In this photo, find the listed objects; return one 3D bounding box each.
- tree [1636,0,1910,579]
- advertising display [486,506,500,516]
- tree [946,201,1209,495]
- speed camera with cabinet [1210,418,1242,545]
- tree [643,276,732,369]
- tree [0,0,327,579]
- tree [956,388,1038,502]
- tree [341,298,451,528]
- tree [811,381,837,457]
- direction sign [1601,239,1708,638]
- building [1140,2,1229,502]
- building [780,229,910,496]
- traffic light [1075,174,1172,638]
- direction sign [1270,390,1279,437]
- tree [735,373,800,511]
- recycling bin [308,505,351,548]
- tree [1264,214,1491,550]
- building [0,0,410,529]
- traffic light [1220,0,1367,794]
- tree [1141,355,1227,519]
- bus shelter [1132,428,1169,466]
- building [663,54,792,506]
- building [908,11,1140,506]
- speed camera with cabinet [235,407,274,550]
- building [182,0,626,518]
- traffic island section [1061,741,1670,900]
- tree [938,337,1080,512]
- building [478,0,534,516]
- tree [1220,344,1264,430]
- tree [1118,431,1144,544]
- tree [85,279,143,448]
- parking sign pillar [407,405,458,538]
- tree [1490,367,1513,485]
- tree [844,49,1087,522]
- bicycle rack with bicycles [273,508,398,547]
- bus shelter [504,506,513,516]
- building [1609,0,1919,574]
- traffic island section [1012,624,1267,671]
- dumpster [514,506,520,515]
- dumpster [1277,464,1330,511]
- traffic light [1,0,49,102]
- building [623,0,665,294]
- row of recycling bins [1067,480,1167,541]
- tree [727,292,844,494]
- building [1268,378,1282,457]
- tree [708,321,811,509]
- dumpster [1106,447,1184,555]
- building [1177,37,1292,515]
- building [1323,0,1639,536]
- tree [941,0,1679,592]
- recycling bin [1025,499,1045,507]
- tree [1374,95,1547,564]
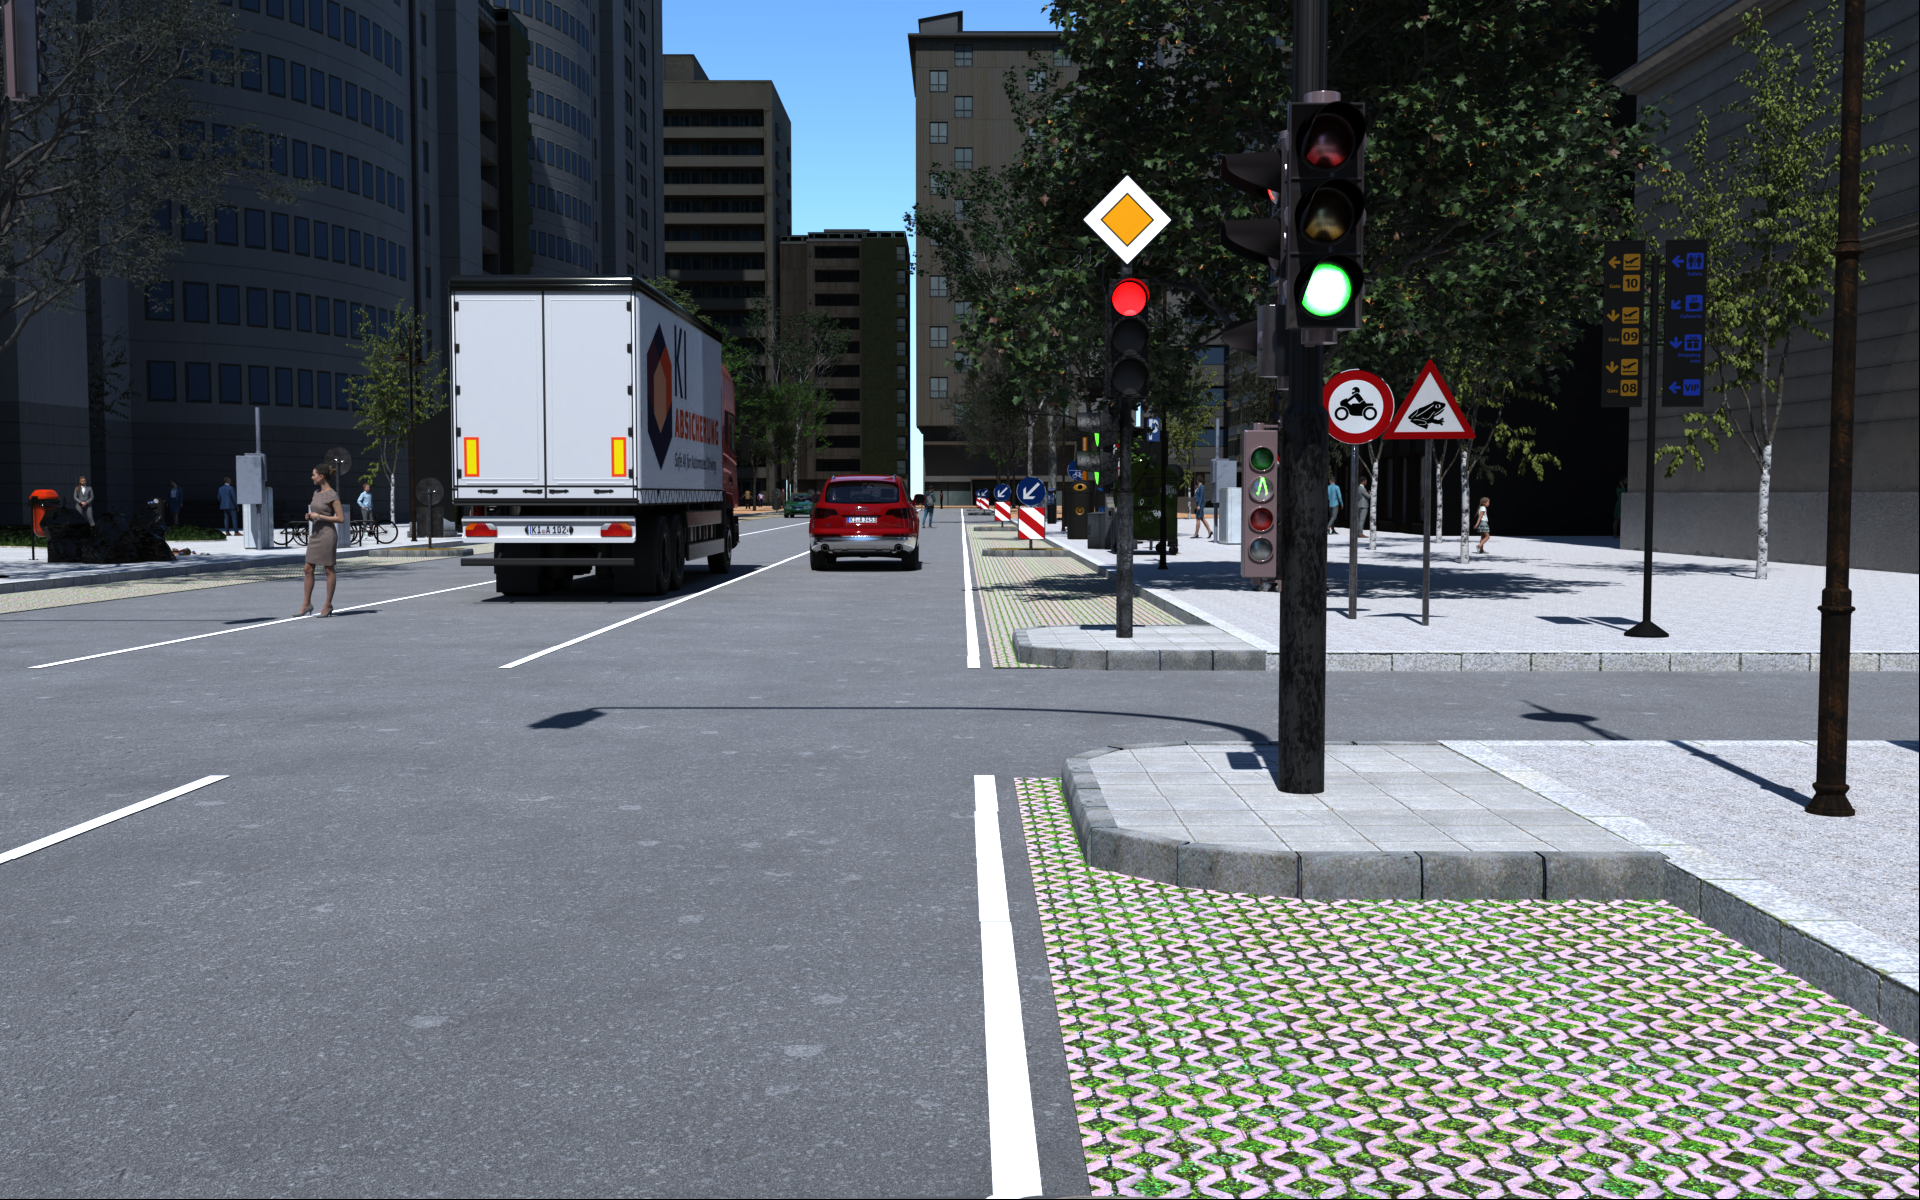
[{"bbox_3d":[12.024,-4.631,26.084,4.737,8.622,4.395,0,3,0],"label":"tree"},{"bbox_3d":[-17.372,-3.618,64.361,0.123,1.923,0.974,-3,5,-39],"label":"advertising display"},{"bbox_3d":[3.925,-7.159,51.467,7.601,10.594,8.767,2,4,34],"label":"tree"},{"bbox_3d":[6.962,-3.080,44.686,0.660,3.252,2.038,0,4,-4],"label":"speed camera with cabinet"},{"bbox_3d":[-15.394,-10.547,90.567,7.486,12.596,7.792,0,3,0],"label":"tree"},{"bbox_3d":[-14.953,-7.065,25.875,12.009,13.543,11.850,0,3,0],"label":"tree"},{"bbox_3d":[3.633,-14.756,167.023,9.928,11.665,9.643,0,3,0],"label":"tree"},{"bbox_3d":[-21.543,-7.065,65.879,4.737,8.622,4.395,0,3,0],"label":"tree"},{"bbox_3d":[-14.850,-13.799,151.372,9.928,11.665,9.643,0,3,0],"label":"tree"},{"bbox_3d":[6.198,-1.439,15.533,0.876,3.537,0.379,0,4,7],"label":"direction sign"},{"bbox_3d":[25.310,-36.593,140.295,21.231,58.520,28.212,0,3,0],"label":"building"},{"bbox_3d":[-12.568,-25.695,191.812,14.107,30.474,14.160,0,3,0],"label":"building"},{"bbox_3d":[1.453,-1.619,15.391,0.839,4.253,0.868,0,3,0],"label":"traffic light"},{"bbox_3d":[6.896,-2.818,38.071,0.379,3.537,0.876,0,4,0],"label":"direction sign"},{"bbox_3d":[-15.457,-12.104,132.317,7.601,10.594,8.767,-3,5,-44],"label":"tree"},{"bbox_3d":[-14.977,-1.749,41.152,0.722,1.027,0.722,0,4,6],"label":"recycling bin"},{"bbox_3d":[9.463,-5.468,39.770,4.360,8.622,3.978,0,3,0],"label":"tree"},{"bbox_3d":[-35.201,-32.577,74.636,21.231,58.520,28.212,0,3,0],"label":"building"},{"bbox_3d":[-0.642,-1.994,7.265,4.771,5.953,1.251,0,3,0],"label":"traffic light"},{"bbox_3d":[11.444,-8.415,87.940,4.737,8.622,4.395,0,3,0],"label":"tree"},{"bbox_3d":[6.424,-4.382,62.921,1.731,3.624,6.357,0,3,0],"label":"bus shelter"},{"bbox_3d":[-30.420,-34.951,195.150,21.600,48.544,21.300,0,3,0],"label":"building"},{"bbox_3d":[8.236,-37.271,198.623,27.495,52.752,28.713,0,3,0],"label":"building"},{"bbox_3d":[-16.367,-2.803,40.163,0.660,3.252,2.038,-1,4,-15],"label":"speed camera with cabinet"},{"bbox_3d":[-36.195,-35.271,118.684,21.231,58.520,28.212,0,3,0],"label":"building"},{"bbox_3d":[1.490,0.903,7.520,2.009,0.180,2.903,0,3,0],"label":"traffic island section"},{"bbox_3d":[3.439,-13.207,126.306,12.009,13.543,11.850,0,3,0],"label":"tree"},{"bbox_3d":[-32.932,-19.983,98.418,14.160,30.474,14.107,0,3,0],"label":"building"},{"bbox_3d":[11.406,-6.953,64.036,4.360,8.622,3.978,0,3,0],"label":"tree"},{"bbox_3d":[4.234,-3.075,44.876,1.663,3.219,1.824,0,3,0],"label":"tree"},{"bbox_3d":[-29.638,-6.547,57.403,4.360,8.622,3.978,0,3,0],"label":"tree"},{"bbox_3d":[-15.694,-3.850,51.412,1.447,3.967,1.447,-1,4,-17],"label":"parking sign pillar"},{"bbox_3d":[12.489,-5.767,44.648,4.360,8.622,3.978,0,3,0],"label":"tree"},{"bbox_3d":[3.057,-13.511,76.799,12.611,20.169,13.585,0,3,0],"label":"tree"},{"bbox_3d":[-15.839,-1.835,43.378,2.925,0.926,2.852,0,4,-4],"label":"bicycle rack with bicycles"},{"bbox_3d":[-17.699,-5.011,73.207,1.731,3.624,6.357,0,3,0],"label":"bus shelter"},{"bbox_3d":[26.457,-15.012,32.838,23.554,28.519,14.401,0,3,0],"label":"building"},{"bbox_3d":[1.493,0.414,15.505,2.009,0.180,2.903,0,3,0],"label":"traffic island section"},{"bbox_3d":[-16.981,-3.859,68.856,1.264,1.857,1.865,0,3,0],"label":"dumpster"},{"bbox_3d":[6.090,-1.613,32.124,1.264,1.857,1.865,0,3,0],"label":"dumpster"},{"bbox_3d":[-10.616,-2.492,15.415,4.771,5.953,1.251,0,3,0],"label":"traffic light"},{"bbox_3d":[-36.487,-43.211,144.754,20.611,71.187,20.563,0,3,0],"label":"building"},{"bbox_3d":[4.509,-2.530,48.483,3.534,1.692,1.069,3,5,39],"label":"row of recycling bins"},{"bbox_3d":[-16.655,-18.782,162.966,12.611,20.169,13.585,0,3,0],"label":"tree"},{"bbox_3d":[23.016,-13.146,82.390,16.820,18.784,16.811,0,3,0],"label":"building"},{"bbox_3d":[-15.928,-10.913,104.179,9.928,11.665,9.643,0,3,0],"label":"tree"},{"bbox_3d":[3.947,-2.112,37.032,1.502,2.255,1.985,0,4,0],"label":"dumpster"},{"bbox_3d":[31.068,-25.850,114.529,32.217,40.220,23.993,0,3,0],"label":"building"},{"bbox_3d":[20.499,-14.096,60.150,12.332,23.373,15.834,0,3,0],"label":"building"},{"bbox_3d":[4.534,-6.464,22.693,9.611,12.733,9.660,0,3,0],"label":"tree"},{"bbox_3d":[3.721,-4.476,85.733,0.722,1.027,0.722,3,4,39],"label":"recycling bin"},{"bbox_3d":[9.308,-4.959,31.434,4.737,8.622,4.395,0,3,0],"label":"tree"}]
